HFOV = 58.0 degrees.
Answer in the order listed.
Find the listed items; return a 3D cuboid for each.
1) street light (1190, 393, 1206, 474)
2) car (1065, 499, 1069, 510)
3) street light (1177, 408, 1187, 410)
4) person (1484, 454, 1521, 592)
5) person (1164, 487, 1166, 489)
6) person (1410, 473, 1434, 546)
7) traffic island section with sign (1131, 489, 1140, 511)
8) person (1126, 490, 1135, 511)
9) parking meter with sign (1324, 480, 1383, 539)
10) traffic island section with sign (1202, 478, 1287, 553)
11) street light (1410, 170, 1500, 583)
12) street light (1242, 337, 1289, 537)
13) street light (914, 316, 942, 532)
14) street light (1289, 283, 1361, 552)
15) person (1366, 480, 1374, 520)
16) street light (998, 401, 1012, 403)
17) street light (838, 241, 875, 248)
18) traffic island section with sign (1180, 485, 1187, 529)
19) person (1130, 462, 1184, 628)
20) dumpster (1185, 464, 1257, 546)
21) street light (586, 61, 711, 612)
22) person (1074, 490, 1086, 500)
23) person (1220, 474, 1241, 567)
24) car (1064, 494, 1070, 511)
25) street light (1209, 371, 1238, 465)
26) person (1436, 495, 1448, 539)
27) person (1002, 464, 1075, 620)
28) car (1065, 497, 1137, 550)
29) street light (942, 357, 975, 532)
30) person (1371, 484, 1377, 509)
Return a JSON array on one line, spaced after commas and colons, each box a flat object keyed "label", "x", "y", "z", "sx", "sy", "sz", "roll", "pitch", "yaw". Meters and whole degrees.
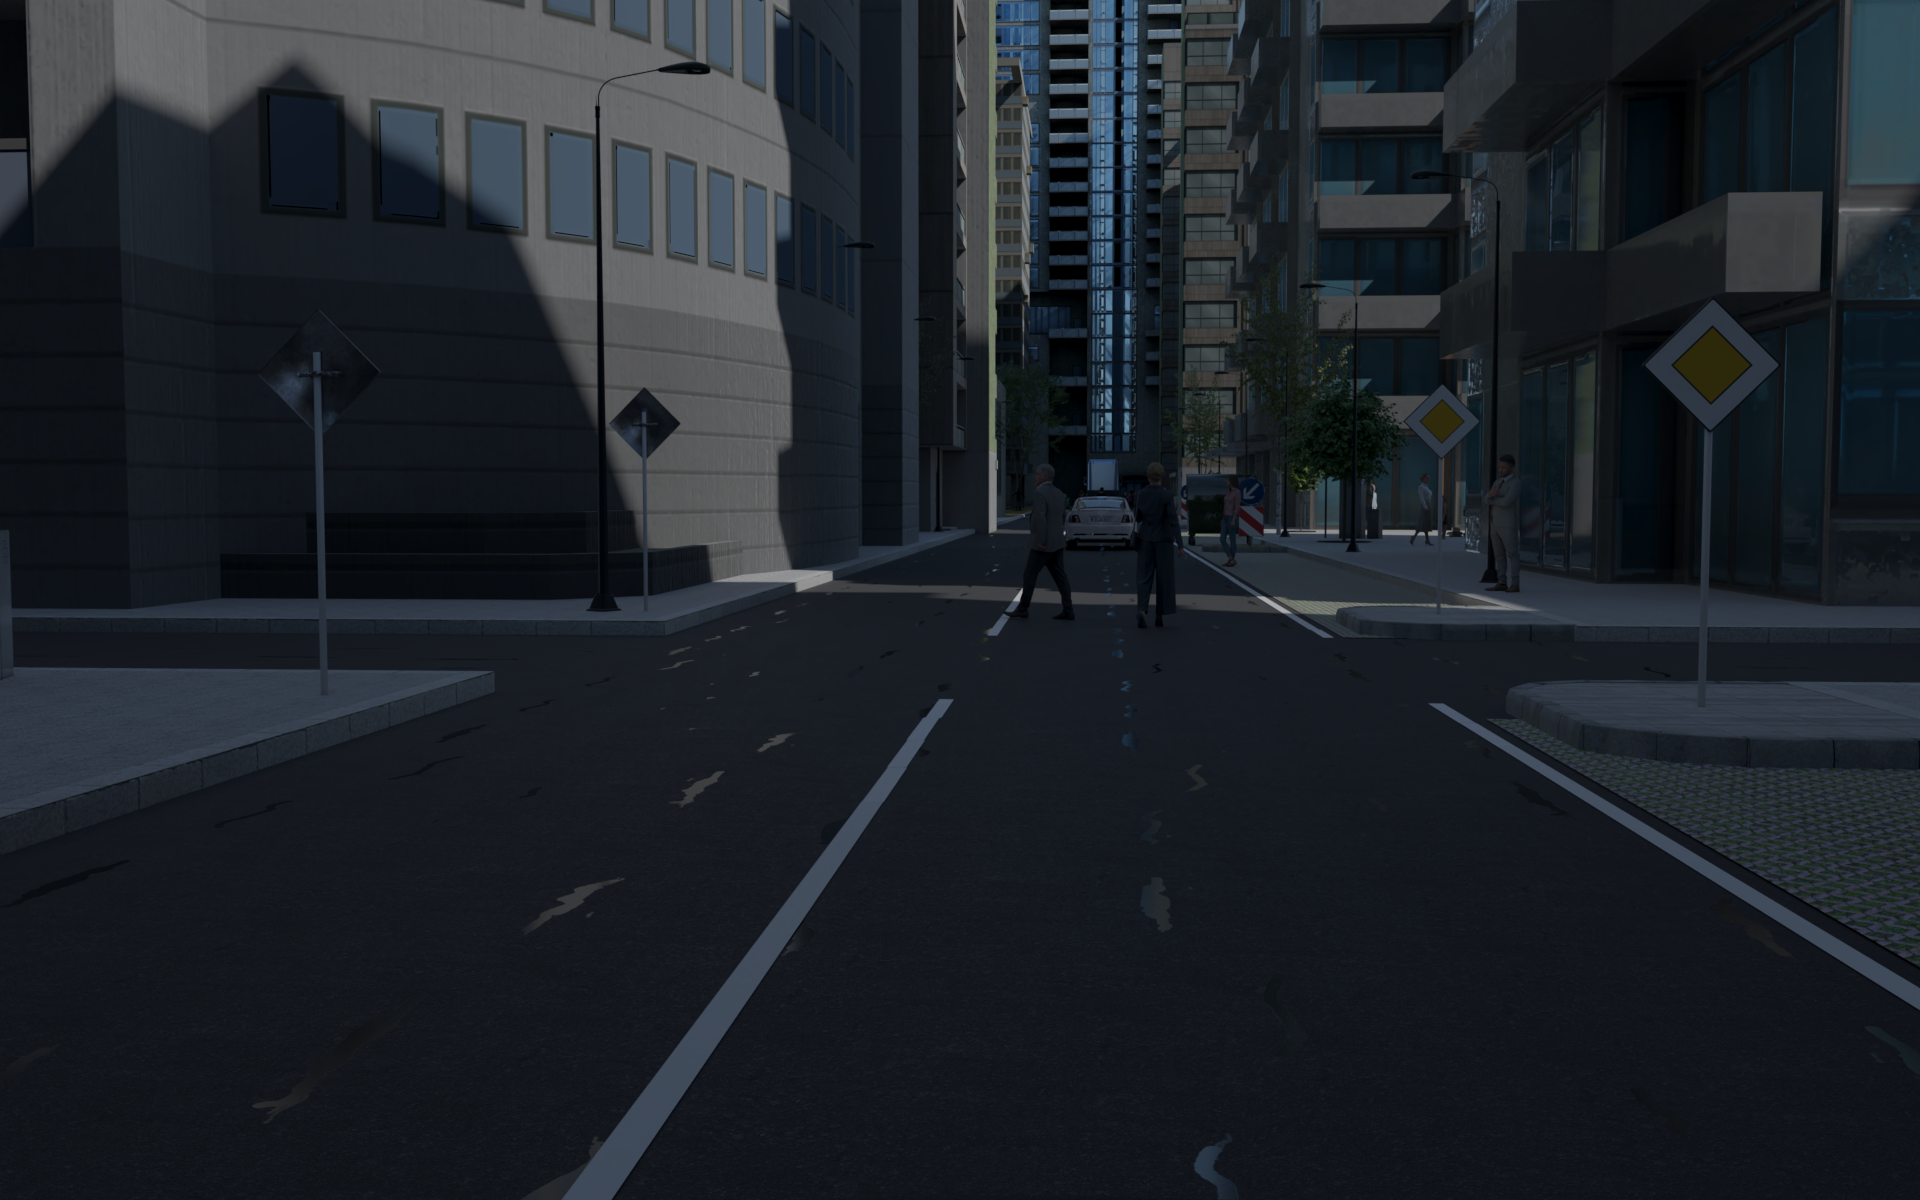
[{"label": "street light", "x": 11.390, "y": -6.555, "z": 79.708, "sx": 1.470, "sy": 5.913, "sz": 1.316, "roll": 0, "pitch": 4, "yaw": 4}, {"label": "car", "x": 6.428, "y": -6.558, "z": 119.028, "sx": 2.131, "sy": 1.459, "sz": 4.920, "roll": 0, "pitch": 4, "yaw": 4}, {"label": "street light", "x": 12.321, "y": -7.369, "z": 93.021, "sx": 1.470, "sy": 5.913, "sz": 1.316, "roll": 0, "pitch": 4, "yaw": 4}, {"label": "person", "x": 7.096, "y": -1.009, "z": 22.719, "sx": 0.466, "sy": 1.800, "sz": 0.511, "roll": -2, "pitch": 4, "yaw": -32}, {"label": "person", "x": 10.712, "y": -5.017, "z": 90.873, "sx": 0.374, "sy": 1.781, "sz": 0.599, "roll": 1, "pitch": 4, "yaw": 21}, {"label": "person", "x": 11.540, "y": -2.262, "z": 43.250, "sx": 0.478, "sy": 1.798, "sz": 0.641, "roll": -3, "pitch": 5, "yaw": -42}, {"label": "traffic island section with sign", "x": 15.031, "y": -8.458, "z": 146.920, "sx": 1.989, "sy": 1.847, "sz": 2.006, "roll": 0, "pitch": 4, "yaw": 4}, {"label": "person", "x": 13.939, "y": -8.103, "z": 141.667, "sx": 1.217, "sy": 1.739, "sz": 0.721, "roll": -3, "pitch": 4, "yaw": -36}, {"label": "parking meter with sign", "x": 11.325, "y": -3.282, "z": 49.915, "sx": 1.738, "sy": 3.016, "sz": 0.543, "roll": 3, "pitch": 4, "yaw": 36}, {"label": "traffic island section with sign", "x": 7.029, "y": -2.097, "z": 42.919, "sx": 1.989, "sy": 1.847, "sz": 2.006, "roll": 0, "pitch": 4, "yaw": 4}, {"label": "street light", "x": 7.156, "y": -3.206, "z": 24.957, "sx": 1.470, "sy": 5.913, "sz": 1.316, "roll": 0, "pitch": 4, "yaw": 4}, {"label": "street light", "x": 9.144, "y": -4.826, "z": 51.449, "sx": 1.470, "sy": 5.913, "sz": 1.316, "roll": 0, "pitch": 4, "yaw": 4}, {"label": "street light", "x": -1.324, "y": -4.460, "z": 45.467, "sx": 1.470, "sy": 5.913, "sz": 1.316, "roll": 0, "pitch": 4, "yaw": 4}, {"label": "street light", "x": 8.160, "y": -4.016, "z": 38.203, "sx": 1.470, "sy": 5.913, "sz": 1.316, "roll": 0, "pitch": 4, "yaw": 4}, {"label": "person", "x": 12.183, "y": -2.815, "z": 51.978, "sx": 0.836, "sy": 1.842, "sz": 0.656, "roll": 1, "pitch": 4, "yaw": 16}, {"label": "street light", "x": 1.891, "y": -6.949, "z": 86.157, "sx": 1.470, "sy": 5.913, "sz": 1.316, "roll": 0, "pitch": 4, "yaw": 4}, {"label": "street light", "x": -2.260, "y": -3.639, "z": 32.043, "sx": 1.470, "sy": 5.913, "sz": 1.316, "roll": 0, "pitch": 4, "yaw": 4}, {"label": "traffic island section with sign", "x": 9.149, "y": -3.786, "z": 70.535, "sx": 1.989, "sy": 1.847, "sz": 2.006, "roll": 0, "pitch": 4, "yaw": 4}, {"label": "person", "x": 2.110, "y": -0.592, "z": 18.599, "sx": 0.576, "sy": 1.772, "sz": 0.534, "roll": 0, "pitch": 4, "yaw": 6}, {"label": "dumpster", "x": 7.224, "y": -2.632, "z": 47.984, "sx": 1.985, "sy": 2.255, "sz": 1.502, "roll": 0, "pitch": 4, "yaw": 5}, {"label": "street light", "x": -3.375, "y": -2.830, "z": 18.807, "sx": 1.470, "sy": 5.913, "sz": 1.316, "roll": 0, "pitch": 4, "yaw": 4}, {"label": "person", "x": 10.579, "y": -8.697, "z": 150.795, "sx": 1.348, "sy": 1.812, "sz": 0.705, "roll": 2, "pitch": 4, "yaw": 26}, {"label": "person", "x": 5.301, "y": -1.563, "z": 34.059, "sx": 0.388, "sy": 1.821, "sz": 0.555, "roll": -2, "pitch": 4, "yaw": -28}, {"label": "car", "x": 8.243, "y": -8.312, "z": 144.702, "sx": 1.959, "sy": 1.807, "sz": 4.718, "roll": 0, "pitch": 4, "yaw": 5}, {"label": "street light", "x": 10.295, "y": -5.690, "z": 65.565, "sx": 1.470, "sy": 5.913, "sz": 1.316, "roll": 0, "pitch": 4, "yaw": 4}, {"label": "person", "x": 13.619, "y": -2.338, "z": 48.943, "sx": 0.373, "sy": 1.253, "sz": 0.362, "roll": 0, "pitch": 4, "yaw": 0}, {"label": "person", "x": 0.918, "y": -0.668, "z": 19.817, "sx": 0.834, "sy": 1.777, "sz": 0.661, "roll": 2, "pitch": 4, "yaw": 23}, {"label": "car", "x": 3.738, "y": -2.050, "z": 45.874, "sx": 2.083, "sy": 1.381, "sz": 4.827, "roll": 0, "pitch": 4, "yaw": 5}, {"label": "street light", "x": -0.192, "y": -5.270, "z": 58.702, "sx": 1.470, "sy": 5.913, "sz": 1.316, "roll": 0, "pitch": 4, "yaw": 4}, {"label": "person", "x": 13.205, "y": -2.918, "z": 55.569, "sx": 0.589, "sy": 1.601, "sz": 0.330, "roll": -2, "pitch": 4, "yaw": -25}]
